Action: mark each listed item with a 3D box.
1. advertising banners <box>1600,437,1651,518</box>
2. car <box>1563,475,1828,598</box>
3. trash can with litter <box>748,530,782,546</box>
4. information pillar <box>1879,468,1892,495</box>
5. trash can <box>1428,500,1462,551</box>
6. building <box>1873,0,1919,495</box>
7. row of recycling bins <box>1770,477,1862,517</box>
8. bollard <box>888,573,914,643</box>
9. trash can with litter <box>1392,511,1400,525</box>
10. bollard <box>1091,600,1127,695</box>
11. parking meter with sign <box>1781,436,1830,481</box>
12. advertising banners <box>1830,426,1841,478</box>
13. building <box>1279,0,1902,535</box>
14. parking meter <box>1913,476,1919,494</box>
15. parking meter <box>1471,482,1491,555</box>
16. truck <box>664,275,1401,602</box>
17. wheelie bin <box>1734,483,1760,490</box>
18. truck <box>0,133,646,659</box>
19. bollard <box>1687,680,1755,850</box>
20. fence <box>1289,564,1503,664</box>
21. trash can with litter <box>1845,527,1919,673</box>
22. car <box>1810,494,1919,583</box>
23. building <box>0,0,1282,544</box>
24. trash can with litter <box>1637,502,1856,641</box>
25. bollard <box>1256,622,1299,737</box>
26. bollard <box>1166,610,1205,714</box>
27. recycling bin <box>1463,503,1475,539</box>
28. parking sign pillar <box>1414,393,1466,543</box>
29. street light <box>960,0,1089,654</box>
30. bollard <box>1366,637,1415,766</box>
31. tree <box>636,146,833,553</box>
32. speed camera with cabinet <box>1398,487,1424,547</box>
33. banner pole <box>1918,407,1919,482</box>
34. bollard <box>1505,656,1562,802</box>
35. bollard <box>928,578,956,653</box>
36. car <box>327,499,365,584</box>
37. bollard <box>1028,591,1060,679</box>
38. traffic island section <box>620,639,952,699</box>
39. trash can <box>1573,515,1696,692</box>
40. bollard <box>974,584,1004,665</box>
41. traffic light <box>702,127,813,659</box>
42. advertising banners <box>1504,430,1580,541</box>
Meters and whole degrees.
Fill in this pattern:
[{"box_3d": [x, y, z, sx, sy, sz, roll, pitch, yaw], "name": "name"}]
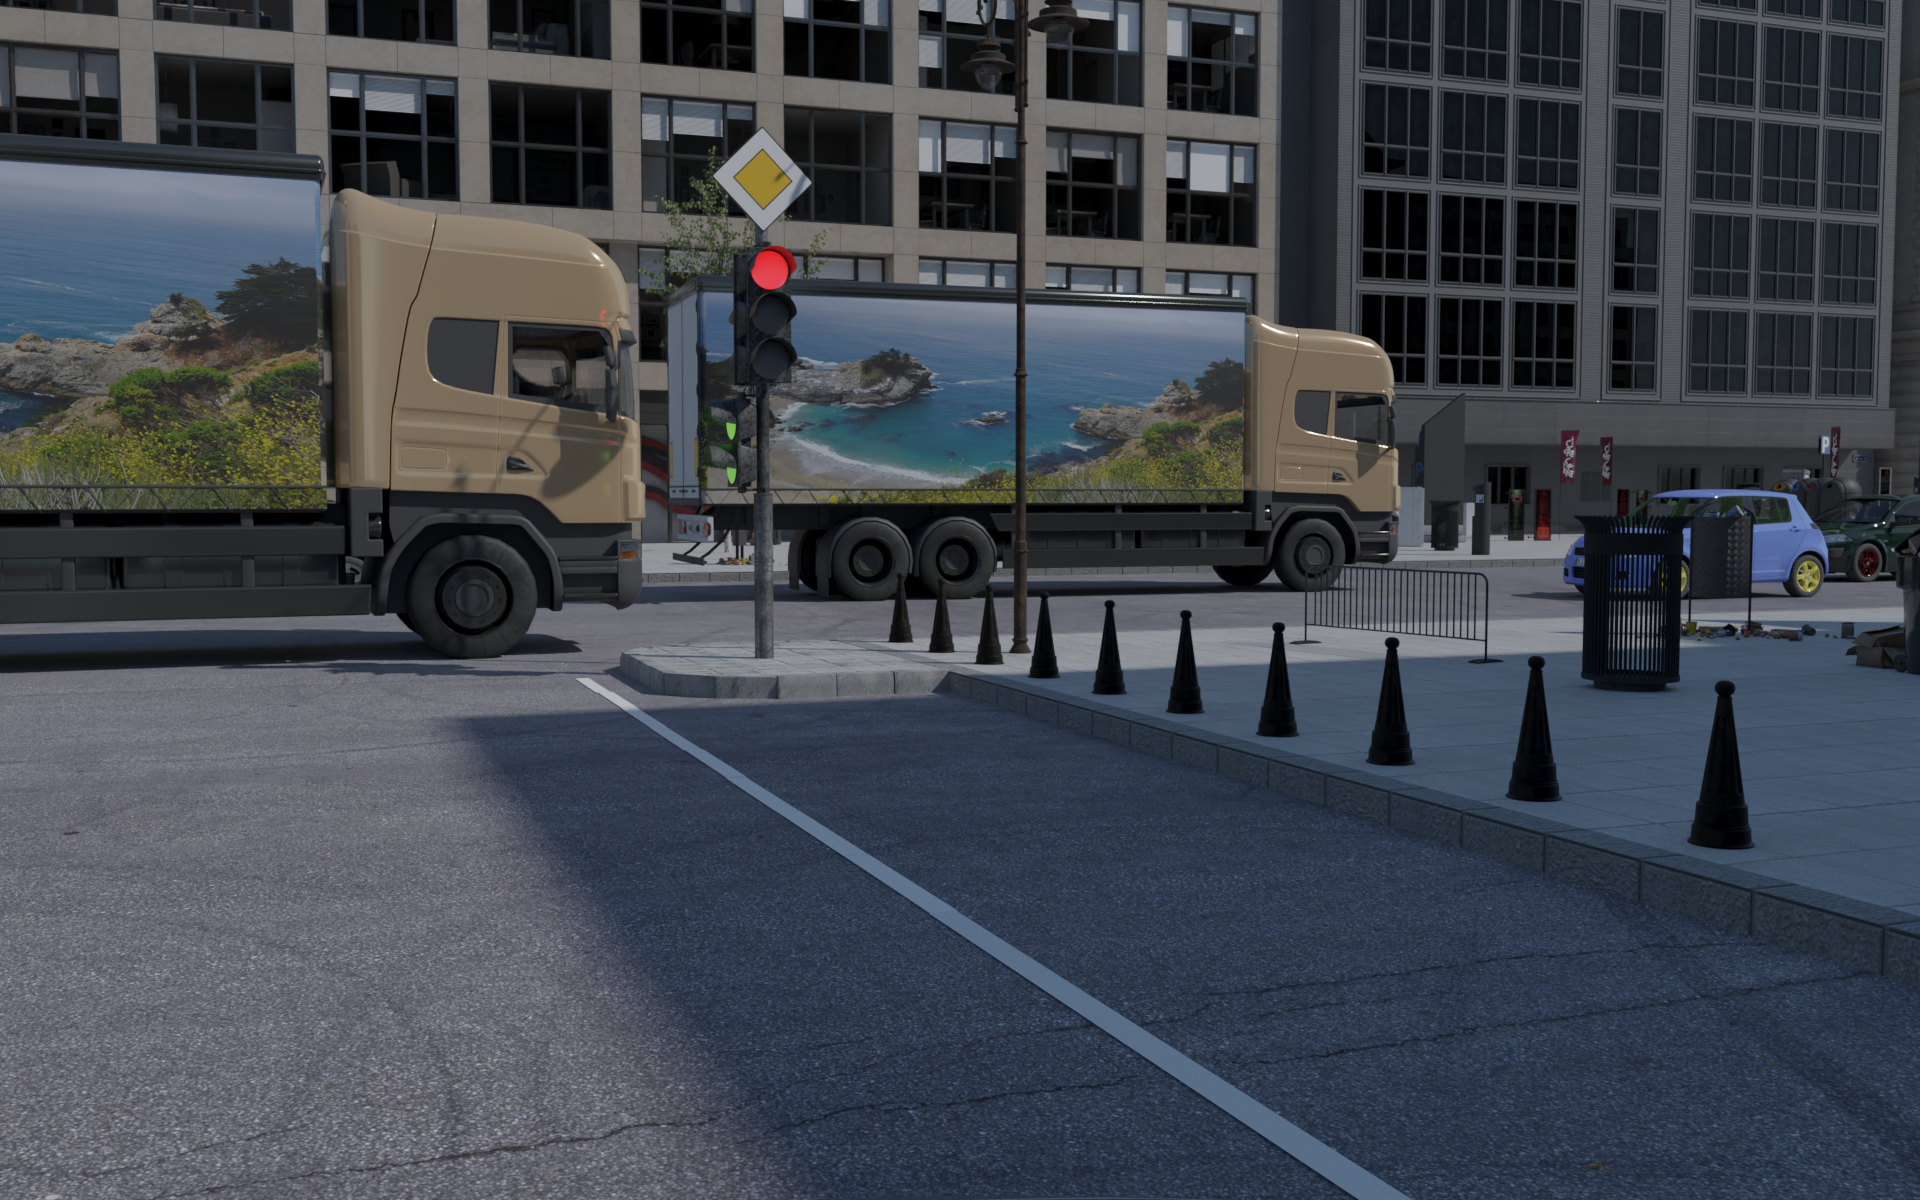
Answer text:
[{"box_3d": [20.076, -3.434, 52.330, 0.090, 3.025, 2.074, -2, 4, -23], "name": "advertising banners"}, {"box_3d": [10.266, -0.897, 24.257, 3.694, 1.707, 1.945, -1, 4, -21], "name": "car"}, {"box_3d": [-4.805, -1.954, 43.340, 0.624, 1.170, 1.055, 2, 4, 31], "name": "trash can with litter"}, {"box_3d": [25.689, -2.669, 48.125, 0.304, 2.012, 0.304, 2, 4, 28], "name": "information pillar"}, {"box_3d": [10.985, -1.687, 39.232, 0.748, 1.137, 0.748, 0, 3, 0], "name": "trash can"}, {"box_3d": [39.575, -14.507, 66.071, 19.941, 23.489, 11.050, -1, 4, -21], "name": "building"}, {"box_3d": [21.463, -2.224, 43.481, 1.069, 1.692, 3.534, 0, 3, 0], "name": "row of recycling bins"}, {"box_3d": [-0.514, 0.064, 15.003, 0.229, 0.601, 0.229, 0, 3, 0], "name": "bollard"}, {"box_3d": [9.107, -1.629, 38.020, 1.055, 1.170, 0.624, 1, 4, 14], "name": "trash can with litter"}, {"box_3d": [0.962, 0.299, 11.145, 0.229, 0.601, 0.229, 0, 3, 0], "name": "bollard"}, {"box_3d": [25.279, -3.434, 52.405, 0.543, 3.016, 1.738, -3, 4, -38], "name": "parking meter with sign"}, {"box_3d": [22.777, -3.036, 45.827, 0.090, 3.025, 2.074, 0, 4, 3], "name": "advertising banners"}, {"box_3d": [18.399, -16.287, 59.802, 24.014, 27.812, 14.314, -1, 4, -21], "name": "building"}, {"box_3d": [31.609, -3.139, 57.034, 0.255, 1.863, 0.399, 0, 4, -3], "name": "parking meter"}, {"box_3d": [10.967, -1.714, 36.437, 0.372, 1.533, 0.369, 0, 3, 0], "name": "parking meter"}, {"box_3d": [1.560, -2.214, 25.114, 11.283, 4.237, 2.839, -1, 4, -19], "name": "truck"}, {"box_3d": [22.210, -2.501, 48.793, 0.980, 1.594, 0.693, 1, 4, 8], "name": "wheelie bin"}, {"box_3d": [-7.793, -1.574, 14.641, 11.283, 4.237, 2.839, -1, 4, -22], "name": "truck"}, {"box_3d": [2.793, 0.593, 6.339, 0.229, 0.601, 0.229, 0, 3, 0], "name": "bollard"}, {"box_3d": [3.485, 0.084, 14.005, 0.278, 0.683, 2.069, -2, 4, -32], "name": "fence"}, {"box_3d": [6.880, -0.070, 12.536, 0.624, 1.170, 1.055, -1, 4, -14], "name": "trash can with litter"}, {"box_3d": [15.521, -1.188, 29.215, 4.222, 1.686, 2.009, -1, 4, -21], "name": "car"}, {"box_3d": [-10.039, -15.186, 52.812, 34.151, 26.468, 19.350, -1, 4, -21], "name": "building"}, {"box_3d": [7.241, -0.272, 15.500, 2.233, 1.210, 1.678, 1, 4, 20], "name": "trash can with litter"}, {"box_3d": [1.694, 0.417, 9.221, 0.229, 0.601, 0.229, 0, 3, 0], "name": "bollard"}, {"box_3d": [1.326, 0.358, 10.185, 0.229, 0.601, 0.229, 0, 3, 0], "name": "bollard"}, {"box_3d": [14.611, -2.304, 50.223, 0.722, 1.027, 0.722, -2, 4, -35], "name": "recycling bin"}, {"box_3d": [12.752, -3.523, 46.069, 1.447, 3.967, 1.447, -1, 4, -22], "name": "parking sign pillar"}, {"box_3d": [0.486, -2.509, 13.813, 0.468, 5.910, 1.993, -1, 4, -21], "name": "street light"}, {"box_3d": [2.057, 0.476, 8.260, 0.229, 0.601, 0.229, 0, 3, 0], "name": "bollard"}, {"box_3d": [-4.863, -5.348, 37.800, 4.737, 8.622, 4.395, 0, 3, 0], "name": "tree"}, {"box_3d": [10.303, -2.939, 42.385, 2.038, 3.252, 0.660, 1, 4, 14], "name": "speed camera with cabinet"}, {"box_3d": [24.566, -3.276, 43.578, 0.863, 3.779, 0.401, 3, 5, 40], "name": "banner pole"}, {"box_3d": [2.425, 0.535, 7.302, 0.229, 0.601, 0.229, 0, 3, 0], "name": "bollard"}, {"box_3d": [-0.149, 0.122, 14.043, 0.229, 0.601, 0.229, 0, 3, 0], "name": "bollard"}, {"box_3d": [-9.388, -0.645, 22.351, 4.920, 1.459, 2.131, -1, 4, -21], "name": "car"}, {"box_3d": [0.589, 0.240, 12.118, 0.229, 0.601, 0.229, 0, 3, 0], "name": "bollard"}, {"box_3d": [-1.508, 0.534, 13.554, 2.009, 0.180, 2.903, -1, 4, -21], "name": "traffic island section"}, {"box_3d": [4.429, 0.014, 11.417, 0.748, 1.137, 0.748, 0, 3, 0], "name": "trash can"}, {"box_3d": [0.222, 0.181, 13.080, 0.229, 0.601, 0.229, 0, 3, 0], "name": "bollard"}, {"box_3d": [-1.549, -1.499, 13.425, 0.839, 4.253, 0.868, -1, 4, -21], "name": "traffic light"}, {"box_3d": [15.934, -3.131, 47.387, 2.074, 3.025, 0.090, 0, 4, -6], "name": "advertising banners"}]
